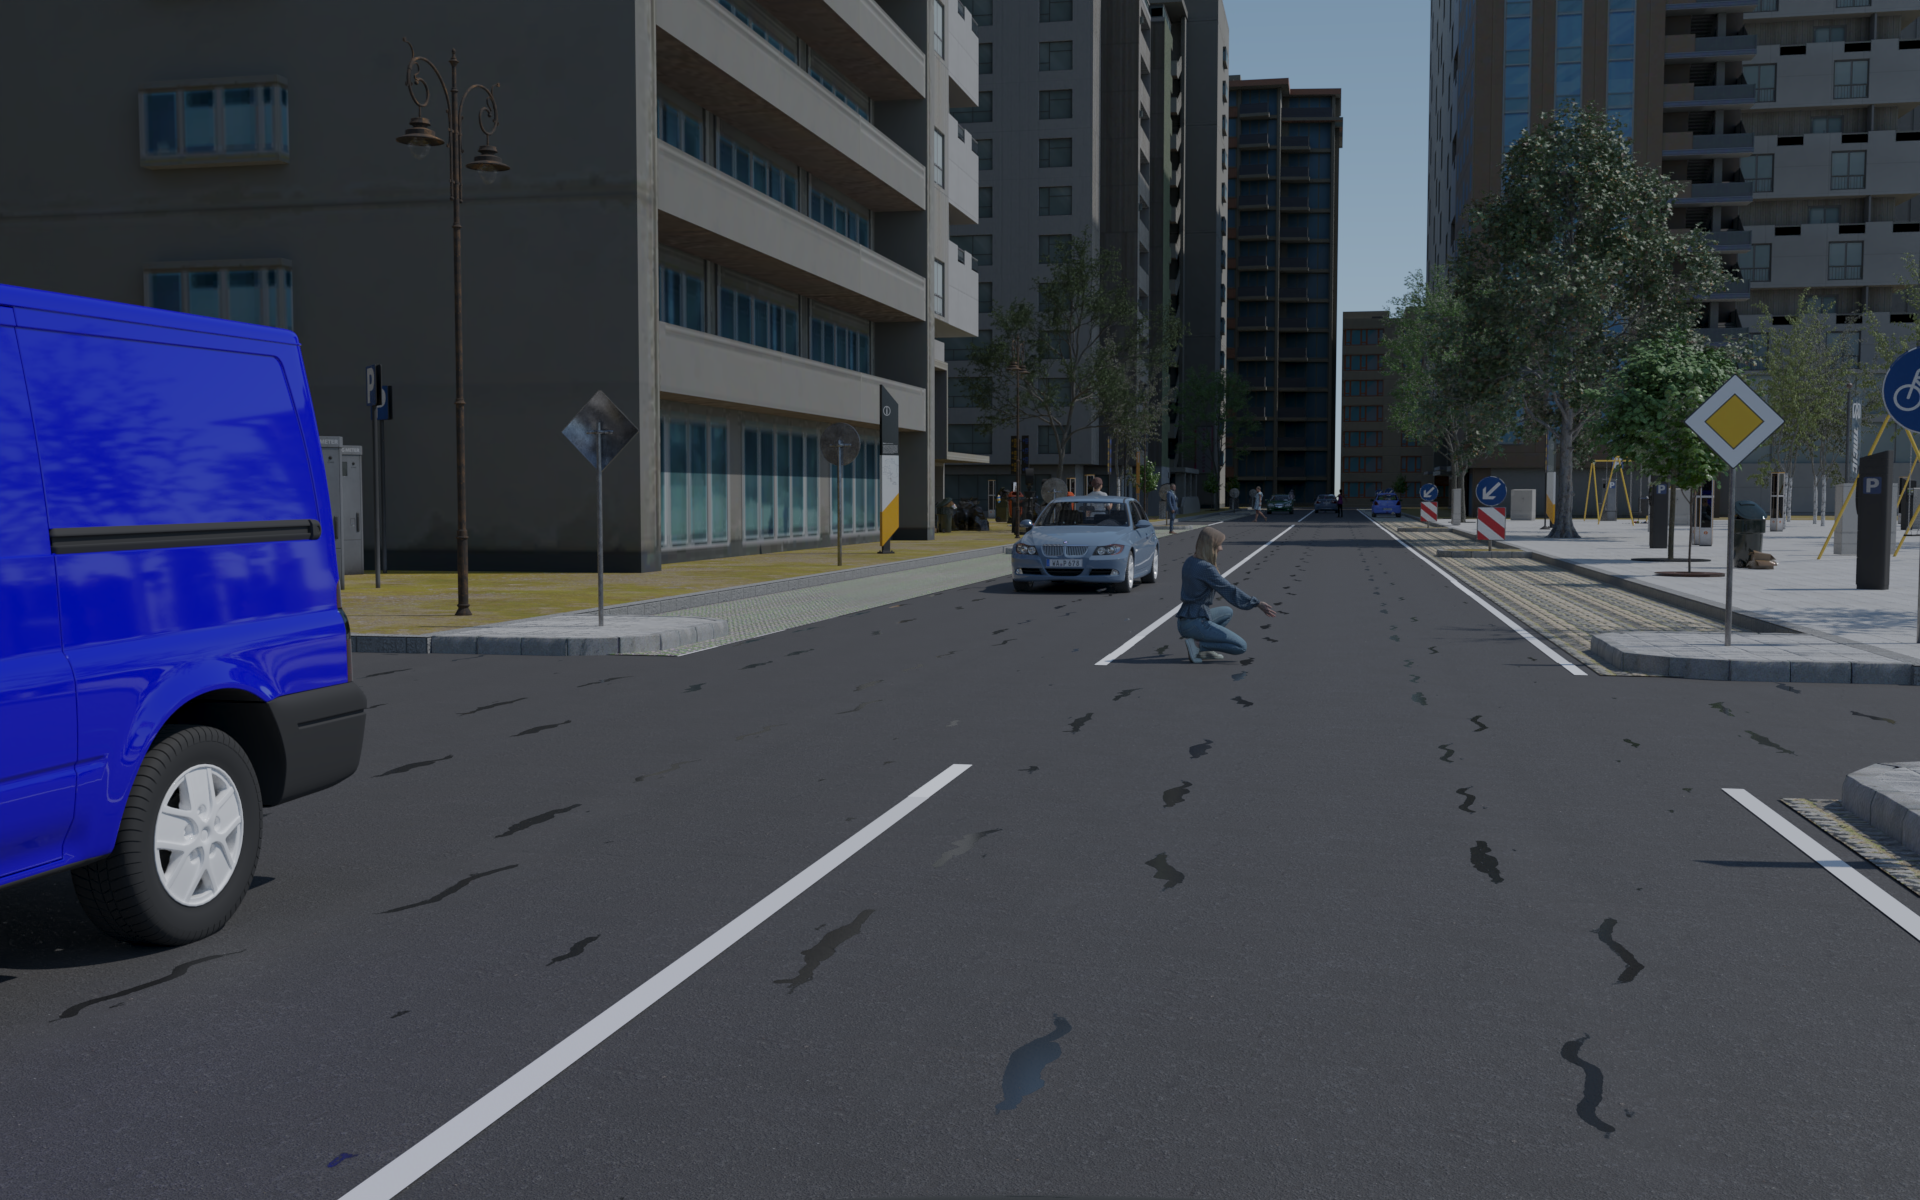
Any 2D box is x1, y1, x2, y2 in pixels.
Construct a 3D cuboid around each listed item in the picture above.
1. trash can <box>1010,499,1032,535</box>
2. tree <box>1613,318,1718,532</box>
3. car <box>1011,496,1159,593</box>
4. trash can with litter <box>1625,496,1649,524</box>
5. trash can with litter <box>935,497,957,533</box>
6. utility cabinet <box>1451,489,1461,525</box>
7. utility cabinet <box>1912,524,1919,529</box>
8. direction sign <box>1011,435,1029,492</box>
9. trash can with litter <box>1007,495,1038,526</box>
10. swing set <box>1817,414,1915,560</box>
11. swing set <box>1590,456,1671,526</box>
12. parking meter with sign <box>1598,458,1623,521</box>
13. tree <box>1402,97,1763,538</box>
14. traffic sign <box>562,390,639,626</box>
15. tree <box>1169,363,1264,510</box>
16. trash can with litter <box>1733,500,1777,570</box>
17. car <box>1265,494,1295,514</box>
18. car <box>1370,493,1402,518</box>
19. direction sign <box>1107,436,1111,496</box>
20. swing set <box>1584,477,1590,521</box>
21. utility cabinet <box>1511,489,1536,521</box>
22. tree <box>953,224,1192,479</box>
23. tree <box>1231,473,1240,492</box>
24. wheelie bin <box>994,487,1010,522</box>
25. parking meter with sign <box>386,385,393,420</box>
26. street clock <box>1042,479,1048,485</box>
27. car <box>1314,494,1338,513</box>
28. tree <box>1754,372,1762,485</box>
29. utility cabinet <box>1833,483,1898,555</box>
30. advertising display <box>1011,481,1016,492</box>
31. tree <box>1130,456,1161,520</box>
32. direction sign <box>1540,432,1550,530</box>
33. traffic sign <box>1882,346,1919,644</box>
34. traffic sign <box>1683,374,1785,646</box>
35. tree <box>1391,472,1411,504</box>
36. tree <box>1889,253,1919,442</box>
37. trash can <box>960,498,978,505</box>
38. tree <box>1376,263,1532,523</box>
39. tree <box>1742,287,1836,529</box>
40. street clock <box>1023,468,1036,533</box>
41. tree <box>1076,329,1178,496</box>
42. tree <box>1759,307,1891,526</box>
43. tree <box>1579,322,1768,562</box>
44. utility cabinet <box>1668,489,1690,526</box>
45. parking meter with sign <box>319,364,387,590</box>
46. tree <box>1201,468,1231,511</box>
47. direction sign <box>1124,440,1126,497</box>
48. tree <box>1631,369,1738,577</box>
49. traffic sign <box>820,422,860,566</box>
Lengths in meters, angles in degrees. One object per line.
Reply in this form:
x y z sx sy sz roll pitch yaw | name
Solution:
1.921 -2.613 54.379 0.748 1.137 0.748 0 3 0 | trash can
23.468 -6.607 58.394 4.360 8.622 3.978 0 3 0 | tree
2.017 -0.906 26.814 2.014 1.417 4.499 1 4 14 | car
29.885 -3.890 74.660 2.233 1.210 1.678 3 4 37 | trash can with litter
-0.685 -2.788 56.971 1.055 1.170 0.624 -2 4 -34 | trash can with litter
20.307 -3.807 70.931 0.318 1.500 1.173 1 4 12 | utility cabinet
34.687 -3.258 61.952 1.173 1.500 0.318 2 4 26 | utility cabinet
2.319 -4.590 67.051 0.876 3.537 0.379 3 5 40 | direction sign
2.663 -3.544 69.003 1.678 1.210 2.233 -2 4 -26 | trash can with litter
18.876 -2.198 33.560 3.119 2.851 2.862 -2 4 -34 | swing set
28.348 -4.527 71.637 3.119 2.851 2.862 -1 4 -8 | swing set
30.896 -5.269 82.406 0.543 3.016 1.738 0 4 -3 | parking meter with sign
17.815 -8.160 50.431 9.611 12.733 9.660 0 3 0 | tree
-3.479 -0.801 16.738 0.795 2.450 0.064 1 4 12 | traffic sign
20.329 -12.910 136.826 9.928 11.665 9.643 0 3 0 | tree
13.736 -1.128 29.825 0.624 1.170 1.055 0 4 -4 | trash can with litter
23.003 -6.883 124.335 2.131 1.459 4.920 1 4 12 | car
26.182 -5.919 106.363 1.945 1.707 3.694 1 4 12 | car
5.851 -4.649 68.003 0.379 3.537 0.876 1 4 14 | direction sign
30.516 -5.036 79.959 3.119 2.851 2.862 0 4 7 | swing set
26.898 -4.530 82.746 0.318 1.500 1.173 -3 4 -37 | utility cabinet
3.533 -7.701 60.318 8.767 10.594 7.601 -3 4 -36 | tree
24.813 -9.889 156.280 1.663 3.219 1.824 0 3 0 | tree
1.960 -4.349 79.013 0.693 1.594 0.980 1 4 12 | wheelie bin
-9.891 -1.905 27.413 0.543 3.016 1.738 3 5 42 | parking meter with sign
4.072 -4.785 82.798 0.358 2.002 0.471 1 4 20 | street clock
27.698 -7.266 130.800 2.014 1.417 4.499 1 4 13 | car
36.444 -7.552 73.842 4.360 8.622 3.978 0 3 0 | tree
18.937 -1.685 36.235 1.173 1.500 0.318 0 4 -3 | utility cabinet
2.778 -5.089 88.411 0.123 1.923 0.974 1 4 14 | advertising display
9.304 -5.669 87.289 1.663 3.219 1.824 0 3 0 | tree
21.144 -4.312 62.491 0.379 3.537 0.876 2 4 24 | direction sign
8.264 -0.899 14.804 0.768 2.556 0.104 1 4 15 | traffic sign
6.479 -0.668 14.560 0.795 2.450 0.064 1 4 12 | traffic sign
37.161 -9.235 145.586 1.663 3.219 1.824 0 3 0 | tree
28.851 -6.168 51.208 4.737 8.622 4.395 0 3 0 | tree
0.356 -3.371 66.763 0.748 1.137 0.748 0 3 0 | trash can
22.444 -9.268 77.280 9.928 11.665 9.643 0 3 0 | tree
30.065 -6.874 62.751 4.737 8.622 4.395 0 3 0 | tree
1.963 -2.720 49.035 0.358 2.002 0.471 0 4 1 | street clock
7.293 -7.743 76.953 4.360 8.622 3.978 0 3 0 | tree
34.535 -7.227 68.525 4.360 8.622 3.978 0 3 0 | tree
13.701 -3.021 33.105 4.285 4.588 4.351 0 3 0 | tree
28.477 -3.693 69.057 1.173 1.500 0.318 1 4 18 | utility cabinet
-8.641 -1.641 23.097 1.738 3.016 0.543 -2 4 -31 | parking meter with sign
19.056 -8.298 130.273 1.663 3.219 1.824 0 3 0 | tree
6.984 -4.978 73.387 0.379 3.537 0.876 0 4 2 | direction sign
11.331 -1.990 27.146 1.663 3.219 1.824 0 3 0 | tree
-2.149 -1.880 30.848 0.768 2.556 0.104 1 4 17 | traffic sign
